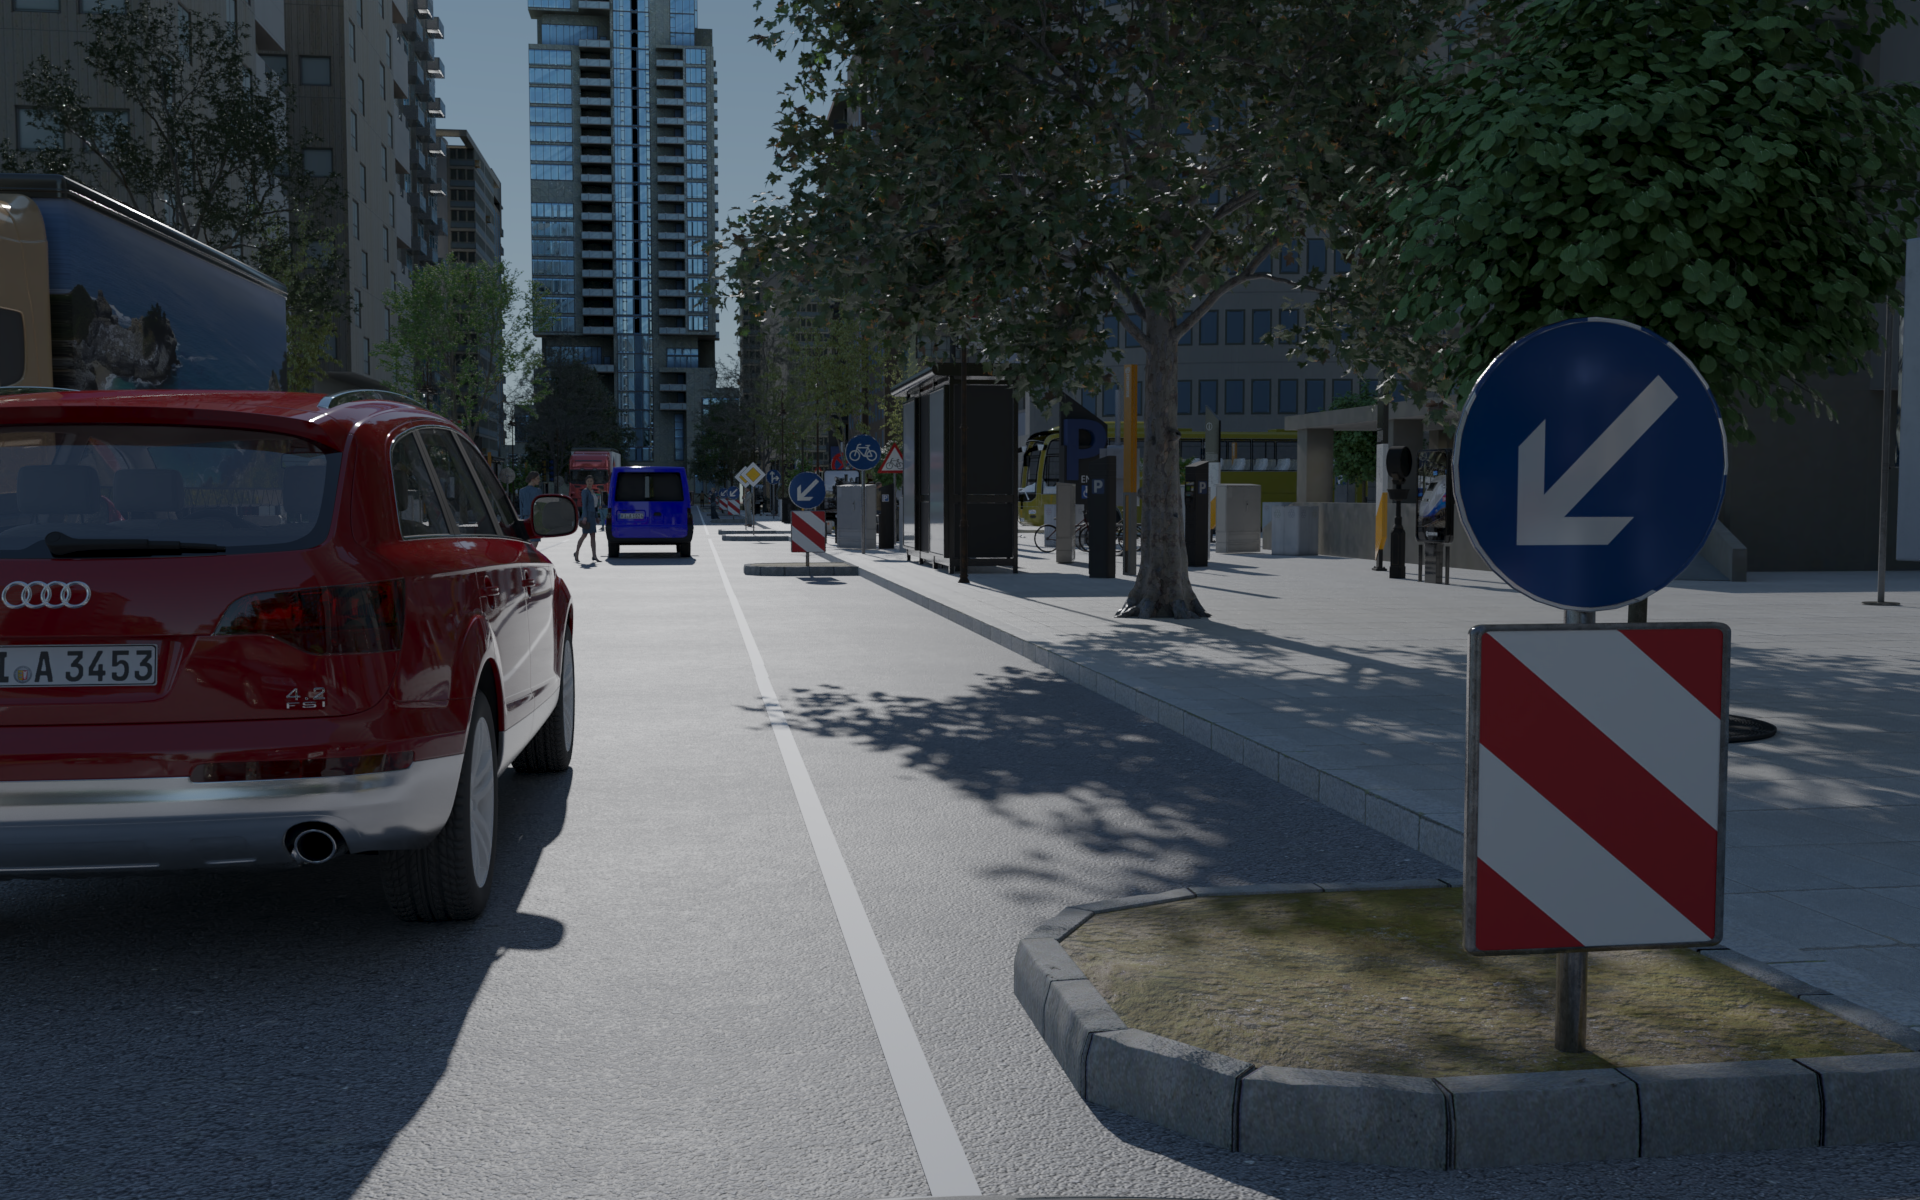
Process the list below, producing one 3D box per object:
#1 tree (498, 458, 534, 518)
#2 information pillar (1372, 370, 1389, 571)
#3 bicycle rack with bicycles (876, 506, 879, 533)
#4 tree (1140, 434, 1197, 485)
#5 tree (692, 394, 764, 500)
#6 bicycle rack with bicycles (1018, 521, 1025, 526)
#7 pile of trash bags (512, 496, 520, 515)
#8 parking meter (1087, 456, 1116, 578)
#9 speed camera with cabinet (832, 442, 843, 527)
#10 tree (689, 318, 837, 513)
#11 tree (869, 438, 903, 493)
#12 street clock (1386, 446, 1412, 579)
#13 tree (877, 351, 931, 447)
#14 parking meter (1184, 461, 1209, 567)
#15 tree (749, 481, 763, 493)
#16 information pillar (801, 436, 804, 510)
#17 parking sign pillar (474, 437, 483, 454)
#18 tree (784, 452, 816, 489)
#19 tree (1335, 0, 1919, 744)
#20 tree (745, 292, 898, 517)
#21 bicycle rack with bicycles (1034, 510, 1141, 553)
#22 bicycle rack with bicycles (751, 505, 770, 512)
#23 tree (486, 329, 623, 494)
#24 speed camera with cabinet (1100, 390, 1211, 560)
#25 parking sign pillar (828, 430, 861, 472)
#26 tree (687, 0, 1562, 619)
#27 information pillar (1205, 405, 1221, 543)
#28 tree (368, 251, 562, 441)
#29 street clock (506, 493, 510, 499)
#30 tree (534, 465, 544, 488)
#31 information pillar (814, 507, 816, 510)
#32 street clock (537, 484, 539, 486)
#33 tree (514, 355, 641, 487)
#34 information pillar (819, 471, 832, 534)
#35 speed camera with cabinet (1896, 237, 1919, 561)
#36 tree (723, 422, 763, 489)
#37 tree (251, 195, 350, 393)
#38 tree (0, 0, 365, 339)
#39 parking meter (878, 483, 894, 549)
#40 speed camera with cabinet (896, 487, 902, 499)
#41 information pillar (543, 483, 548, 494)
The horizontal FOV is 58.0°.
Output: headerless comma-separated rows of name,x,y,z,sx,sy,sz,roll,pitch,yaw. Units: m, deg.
tree,-24.101,-6.047,93.464,1.663,3.219,1.824,0,3,0
information pillar,7.018,-2.290,28.797,0.183,3.616,0.504,0,4,1
bicycle rack with bicycles,-1.726,-2.493,54.136,2.852,0.926,2.925,-1,4,-18
tree,5.677,-3.199,46.907,1.663,3.219,1.824,0,3,0
tree,-23.278,-15.310,176.078,9.928,11.665,9.643,0,3,0
bicycle rack with bicycles,3.134,-3.454,69.861,2.925,0.926,2.852,1,4,15
pile of trash bags,-27.754,-5.918,106.519,1.912,1.369,3.447,3,4,38
parking meter,2.166,-1.269,26.463,0.399,1.863,0.255,3,4,38
speed camera with cabinet,-4.885,-4.428,66.741,0.660,3.252,2.038,-1,4,-17
tree,-13.584,-12.842,120.343,12.009,13.543,11.850,0,3,0
tree,-3.821,-7.168,100.915,4.285,4.588,4.351,0,3,0
street clock,6.653,-1.328,26.281,0.358,2.002,0.471,3,4,38
tree,-2.273,-8.292,85.942,4.360,8.622,3.978,0,3,0
parking meter,4.168,-1.518,30.535,0.399,1.863,0.255,-3,5,-39
tree,-17.320,-9.184,144.757,1.663,3.219,1.824,0,3,0
information pillar,-6.135,-4.664,67.608,0.183,3.616,0.504,0,4,-4
parking sign pillar,-23.029,-5.671,81.185,1.447,3.967,1.447,-1,4,-13
tree,-6.466,-4.773,72.645,1.663,3.219,1.824,0,3,0
tree,3.646,-1.575,9.471,4.285,4.588,4.351,0,3,0
tree,-3.378,-6.064,49.503,4.737,8.622,4.395,0,3,0
bicycle rack with bicycles,3.376,-1.531,38.410,2.925,0.926,2.852,1,4,21
bicycle rack with bicycles,-14.303,-6.936,126.787,2.852,0.926,2.925,2,4,27
tree,-29.964,-13.339,128.457,12.009,13.543,11.850,0,3,0
speed camera with cabinet,3.707,-2.358,32.889,2.038,3.252,0.660,1,4,18
parking sign pillar,-4.711,-5.041,70.888,1.447,3.967,1.447,-1,4,-14
tree,2.010,-6.168,17.853,9.611,12.733,9.660,0,3,0
information pillar,6.644,-3.319,45.617,0.183,3.616,0.504,-3,5,-40
tree,-20.956,-9.019,73.215,9.928,11.665,9.643,0,3,0
street clock,-28.517,-6.418,109.502,0.358,2.002,0.471,2,4,27
tree,-24.407,-6.285,97.369,1.663,3.219,1.824,0,3,0
information pillar,-5.332,-3.716,65.246,0.304,2.012,0.304,-1,4,-11
street clock,-25.149,-5.988,102.469,0.471,2.002,0.358,0,4,-4
tree,-31.558,-13.718,141.290,9.611,12.733,9.660,0,3,0
information pillar,-4.288,-3.099,55.154,0.304,2.012,0.304,3,5,44
speed camera with cabinet,3.839,-0.656,5.067,0.660,3.252,2.038,-1,4,-22
tree,-20.808,-13.280,167.497,4.360,8.622,3.978,0,3,0
tree,-16.871,-5.645,42.652,4.737,8.622,4.395,0,3,0
tree,-14.995,-5.973,32.065,8.767,10.594,7.601,0,4,0
parking meter,-1.729,-1.972,40.655,0.372,1.533,0.369,0,3,0
speed camera with cabinet,-3.258,-7.353,114.558,2.038,3.252,0.660,1,4,18
information pillar,-27.118,-6.666,113.474,0.304,2.012,0.304,-2,4,-34
